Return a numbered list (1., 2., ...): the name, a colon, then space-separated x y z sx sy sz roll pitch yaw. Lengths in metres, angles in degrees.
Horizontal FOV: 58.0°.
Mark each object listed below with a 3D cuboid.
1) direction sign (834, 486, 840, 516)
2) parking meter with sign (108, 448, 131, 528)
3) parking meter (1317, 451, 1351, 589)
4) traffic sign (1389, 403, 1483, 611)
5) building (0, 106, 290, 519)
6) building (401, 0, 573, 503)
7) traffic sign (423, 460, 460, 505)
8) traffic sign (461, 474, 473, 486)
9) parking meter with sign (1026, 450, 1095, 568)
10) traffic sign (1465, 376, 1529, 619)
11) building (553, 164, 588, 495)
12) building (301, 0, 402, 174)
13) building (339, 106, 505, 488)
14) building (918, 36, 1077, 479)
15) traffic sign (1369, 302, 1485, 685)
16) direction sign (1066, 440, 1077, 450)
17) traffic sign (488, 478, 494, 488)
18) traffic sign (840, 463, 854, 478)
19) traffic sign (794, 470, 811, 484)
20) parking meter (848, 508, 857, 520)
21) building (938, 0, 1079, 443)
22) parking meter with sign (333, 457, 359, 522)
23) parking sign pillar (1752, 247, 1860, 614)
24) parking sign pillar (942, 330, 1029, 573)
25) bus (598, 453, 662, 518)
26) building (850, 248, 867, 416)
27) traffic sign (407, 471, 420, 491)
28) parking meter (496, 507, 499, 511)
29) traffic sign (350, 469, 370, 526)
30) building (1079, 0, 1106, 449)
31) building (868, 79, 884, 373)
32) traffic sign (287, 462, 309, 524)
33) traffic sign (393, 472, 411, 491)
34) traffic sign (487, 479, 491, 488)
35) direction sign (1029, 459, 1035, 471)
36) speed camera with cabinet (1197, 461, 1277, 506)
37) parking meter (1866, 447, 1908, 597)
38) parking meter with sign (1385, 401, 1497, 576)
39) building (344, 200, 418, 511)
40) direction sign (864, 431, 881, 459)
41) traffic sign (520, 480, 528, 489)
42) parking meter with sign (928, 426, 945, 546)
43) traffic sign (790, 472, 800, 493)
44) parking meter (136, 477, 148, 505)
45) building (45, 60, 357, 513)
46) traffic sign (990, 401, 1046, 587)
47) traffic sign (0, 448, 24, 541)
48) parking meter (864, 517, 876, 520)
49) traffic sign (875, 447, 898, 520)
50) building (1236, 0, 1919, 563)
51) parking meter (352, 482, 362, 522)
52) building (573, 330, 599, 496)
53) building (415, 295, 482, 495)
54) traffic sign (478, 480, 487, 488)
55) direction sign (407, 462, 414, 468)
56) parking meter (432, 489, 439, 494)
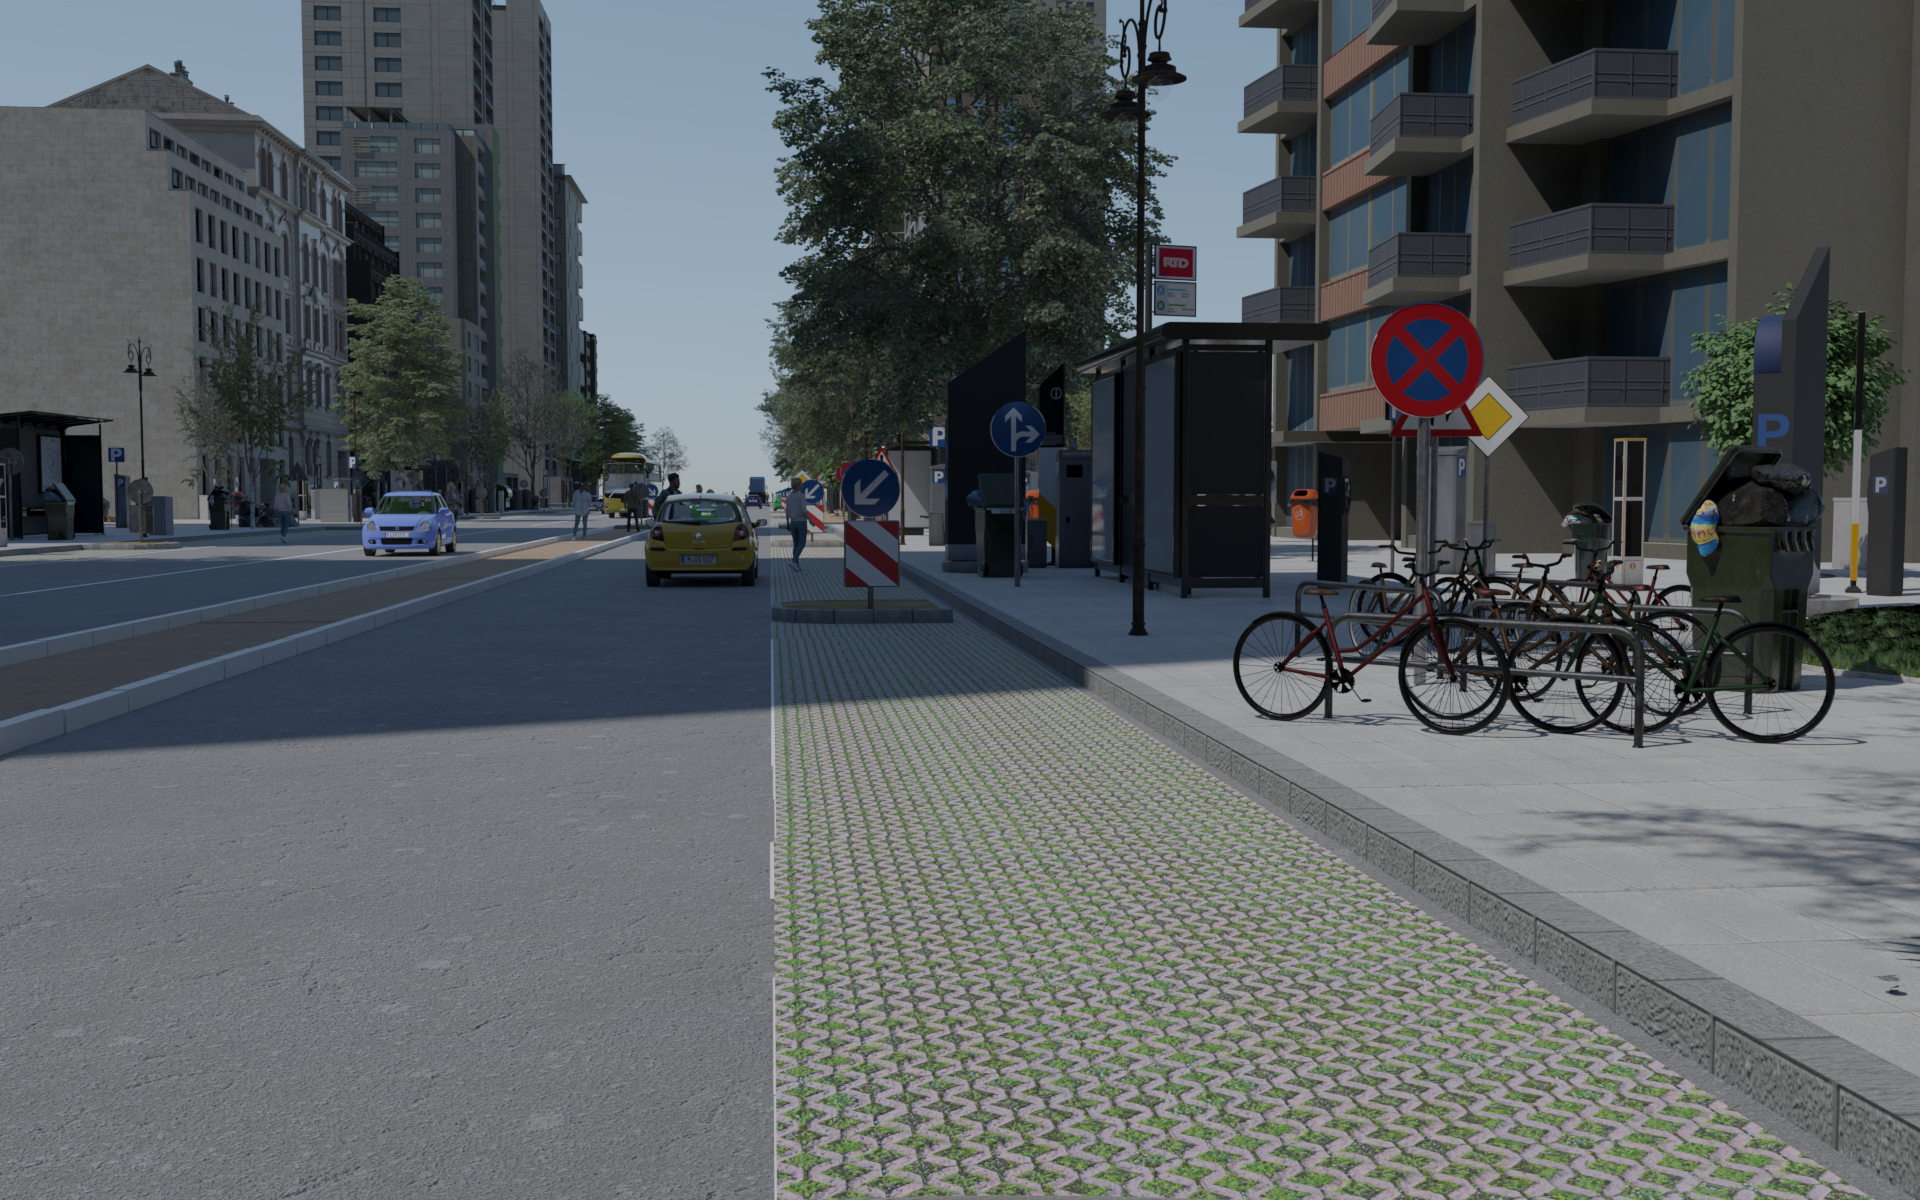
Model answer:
1. direction sign: -7.303 -6.776 102.776 0.379 3.537 0.876 1 4 17
2. parking meter with sign: -31.733 -4.246 65.681 0.543 3.016 1.738 -1 4 -12
3. parking meter: 5.068 -1.086 23.465 0.399 1.863 0.255 2 4 32
4. traffic sign: 4.413 -0.986 16.132 0.884 2.594 0.081 0 4 -5
5. building: -44.452 -14.658 94.413 10.420 20.320 16.860 0 4 -6
6. building: -68.049 -49.855 253.381 20.563 71.187 20.611 0 4 -6
7. traffic sign: -31.068 -6.720 103.750 2.265 3.308 0.079 0 4 3
8. traffic sign: -30.835 -6.622 108.379 0.768 2.556 0.104 0 4 -2
9. parking meter with sign: 2.008 -2.071 30.117 1.738 3.016 0.543 0 4 -6
10. traffic sign: 5.164 -0.968 17.007 0.795 2.450 0.064 0 4 1
11. building: -75.052 -42.095 277.489 28.713 52.752 27.495 0 4 -6
12. building: -63.029 -46.702 201.827 20.563 71.187 20.611 0 4 -6
13. building: -57.193 -30.688 185.348 14.154 41.232 14.086 0 4 -6
14. building: 3.396 -31.897 171.625 14.600 45.320 14.200 0 4 -6
15. traffic sign: 3.095 -0.702 11.580 0.768 2.556 0.104 0 4 -1
16. direction sign: 4.509 -4.952 72.968 0.876 3.537 0.379 -1 4 -14
17. traffic sign: -35.544 -8.015 131.148 0.768 2.556 0.104 0 4 3
18. traffic sign: -4.449 -4.277 70.040 0.768 2.556 0.104 0 4 -3
19. traffic sign: -6.517 -4.153 71.550 0.795 2.450 0.064 0 4 -6
20. parking meter: -4.322 -3.894 69.383 0.255 1.863 0.399 -2 4 -29
21. building: 2.074 -47.185 209.732 20.563 71.187 20.611 0 4 -6
22. parking meter with sign: -28.473 -5.101 79.658 0.543 3.016 1.738 2 4 24
23. parking sign pillar: 8.899 -1.842 18.588 1.447 3.967 1.447 3 5 39
24. parking sign pillar: 0.416 -2.452 28.555 1.447 3.967 1.447 0 4 -7
25. bus: -20.174 -7.062 107.017 2.896 3.916 12.252 0 4 -5
26. building: -7.864 -39.481 300.135 22.147 44.769 28.867 0 4 -6
27. traffic sign: -30.255 -5.855 95.827 0.768 2.556 0.104 0 4 -2
28. parking meter: -34.334 -7.364 128.804 0.372 1.533 0.369 0 3 0
29. traffic sign: -24.109 -4.037 69.653 0.795 2.450 0.064 0 4 -6
30. building: 3.872 -45.919 189.029 20.563 71.187 20.611 0 4 -6
31. building: -5.963 -51.103 273.786 20.563 71.187 20.611 0 4 -6
32. traffic sign: -26.511 -4.241 69.342 0.884 2.594 0.081 0 4 -1
33. traffic sign: -24.977 -4.523 77.591 0.795 2.450 0.064 0 4 -6
34. traffic sign: -33.817 -7.506 123.901 0.795 2.450 0.064 0 4 -3
35. direction sign: 4.370 -7.193 109.600 0.876 3.537 0.379 2 4 35
36. speed camera with cabinet: 7.353 -3.159 45.983 2.038 3.252 0.660 -1 4 -14
37. parking meter: 11.661 -0.985 21.810 0.255 1.863 0.399 -1 4 -21
38. parking meter with sign: 7.706 -1.923 27.708 1.738 3.016 0.543 3 5 39
39. building: -50.446 -18.696 135.357 12.332 23.373 15.834 0 4 -6
40. direction sign: -3.105 -4.304 62.367 0.876 3.537 0.379 -3 5 -44
41. traffic sign: -38.150 -9.263 151.551 0.768 2.556 0.104 0 4 -3
42. parking meter with sign: -0.541 -2.887 43.465 0.543 3.016 1.738 0 4 2
43. traffic sign: -7.385 -4.639 79.488 0.795 2.450 0.064 0 4 -6
44. parking meter: -28.201 -3.302 59.694 0.399 1.863 0.255 0 4 0
45. building: -49.587 -20.020 114.721 14.401 28.519 23.554 0 4 -6
46. traffic sign: 0.796 -1.455 23.903 0.768 2.556 0.104 0 4 -5
47. traffic sign: -26.127 -2.907 47.628 0.768 2.556 0.104 0 4 0
48. parking meter: -2.852 -2.830 54.688 0.372 1.533 0.369 0 3 0
49. traffic sign: -2.154 -2.920 47.738 0.884 2.594 0.081 0 4 2
50. building: 19.642 -23.881 45.072 22.147 44.769 28.867 0 4 -6
51. parking meter: -27.464 -4.479 78.949 0.399 1.863 0.255 3 4 36
52. building: -70.397 -32.285 299.562 14.160 30.474 14.107 0 4 -6
53. building: -61.856 -19.496 163.806 27.650 21.520 28.899 0 4 -6
54. traffic sign: -33.848 -7.381 122.808 0.606 2.300 0.079 0 4 -2
55. direction sign: -38.621 -7.895 121.085 0.876 3.537 0.379 -1 4 -12
56. parking meter: -28.605 -5.261 94.435 0.372 1.533 0.369 0 3 0
